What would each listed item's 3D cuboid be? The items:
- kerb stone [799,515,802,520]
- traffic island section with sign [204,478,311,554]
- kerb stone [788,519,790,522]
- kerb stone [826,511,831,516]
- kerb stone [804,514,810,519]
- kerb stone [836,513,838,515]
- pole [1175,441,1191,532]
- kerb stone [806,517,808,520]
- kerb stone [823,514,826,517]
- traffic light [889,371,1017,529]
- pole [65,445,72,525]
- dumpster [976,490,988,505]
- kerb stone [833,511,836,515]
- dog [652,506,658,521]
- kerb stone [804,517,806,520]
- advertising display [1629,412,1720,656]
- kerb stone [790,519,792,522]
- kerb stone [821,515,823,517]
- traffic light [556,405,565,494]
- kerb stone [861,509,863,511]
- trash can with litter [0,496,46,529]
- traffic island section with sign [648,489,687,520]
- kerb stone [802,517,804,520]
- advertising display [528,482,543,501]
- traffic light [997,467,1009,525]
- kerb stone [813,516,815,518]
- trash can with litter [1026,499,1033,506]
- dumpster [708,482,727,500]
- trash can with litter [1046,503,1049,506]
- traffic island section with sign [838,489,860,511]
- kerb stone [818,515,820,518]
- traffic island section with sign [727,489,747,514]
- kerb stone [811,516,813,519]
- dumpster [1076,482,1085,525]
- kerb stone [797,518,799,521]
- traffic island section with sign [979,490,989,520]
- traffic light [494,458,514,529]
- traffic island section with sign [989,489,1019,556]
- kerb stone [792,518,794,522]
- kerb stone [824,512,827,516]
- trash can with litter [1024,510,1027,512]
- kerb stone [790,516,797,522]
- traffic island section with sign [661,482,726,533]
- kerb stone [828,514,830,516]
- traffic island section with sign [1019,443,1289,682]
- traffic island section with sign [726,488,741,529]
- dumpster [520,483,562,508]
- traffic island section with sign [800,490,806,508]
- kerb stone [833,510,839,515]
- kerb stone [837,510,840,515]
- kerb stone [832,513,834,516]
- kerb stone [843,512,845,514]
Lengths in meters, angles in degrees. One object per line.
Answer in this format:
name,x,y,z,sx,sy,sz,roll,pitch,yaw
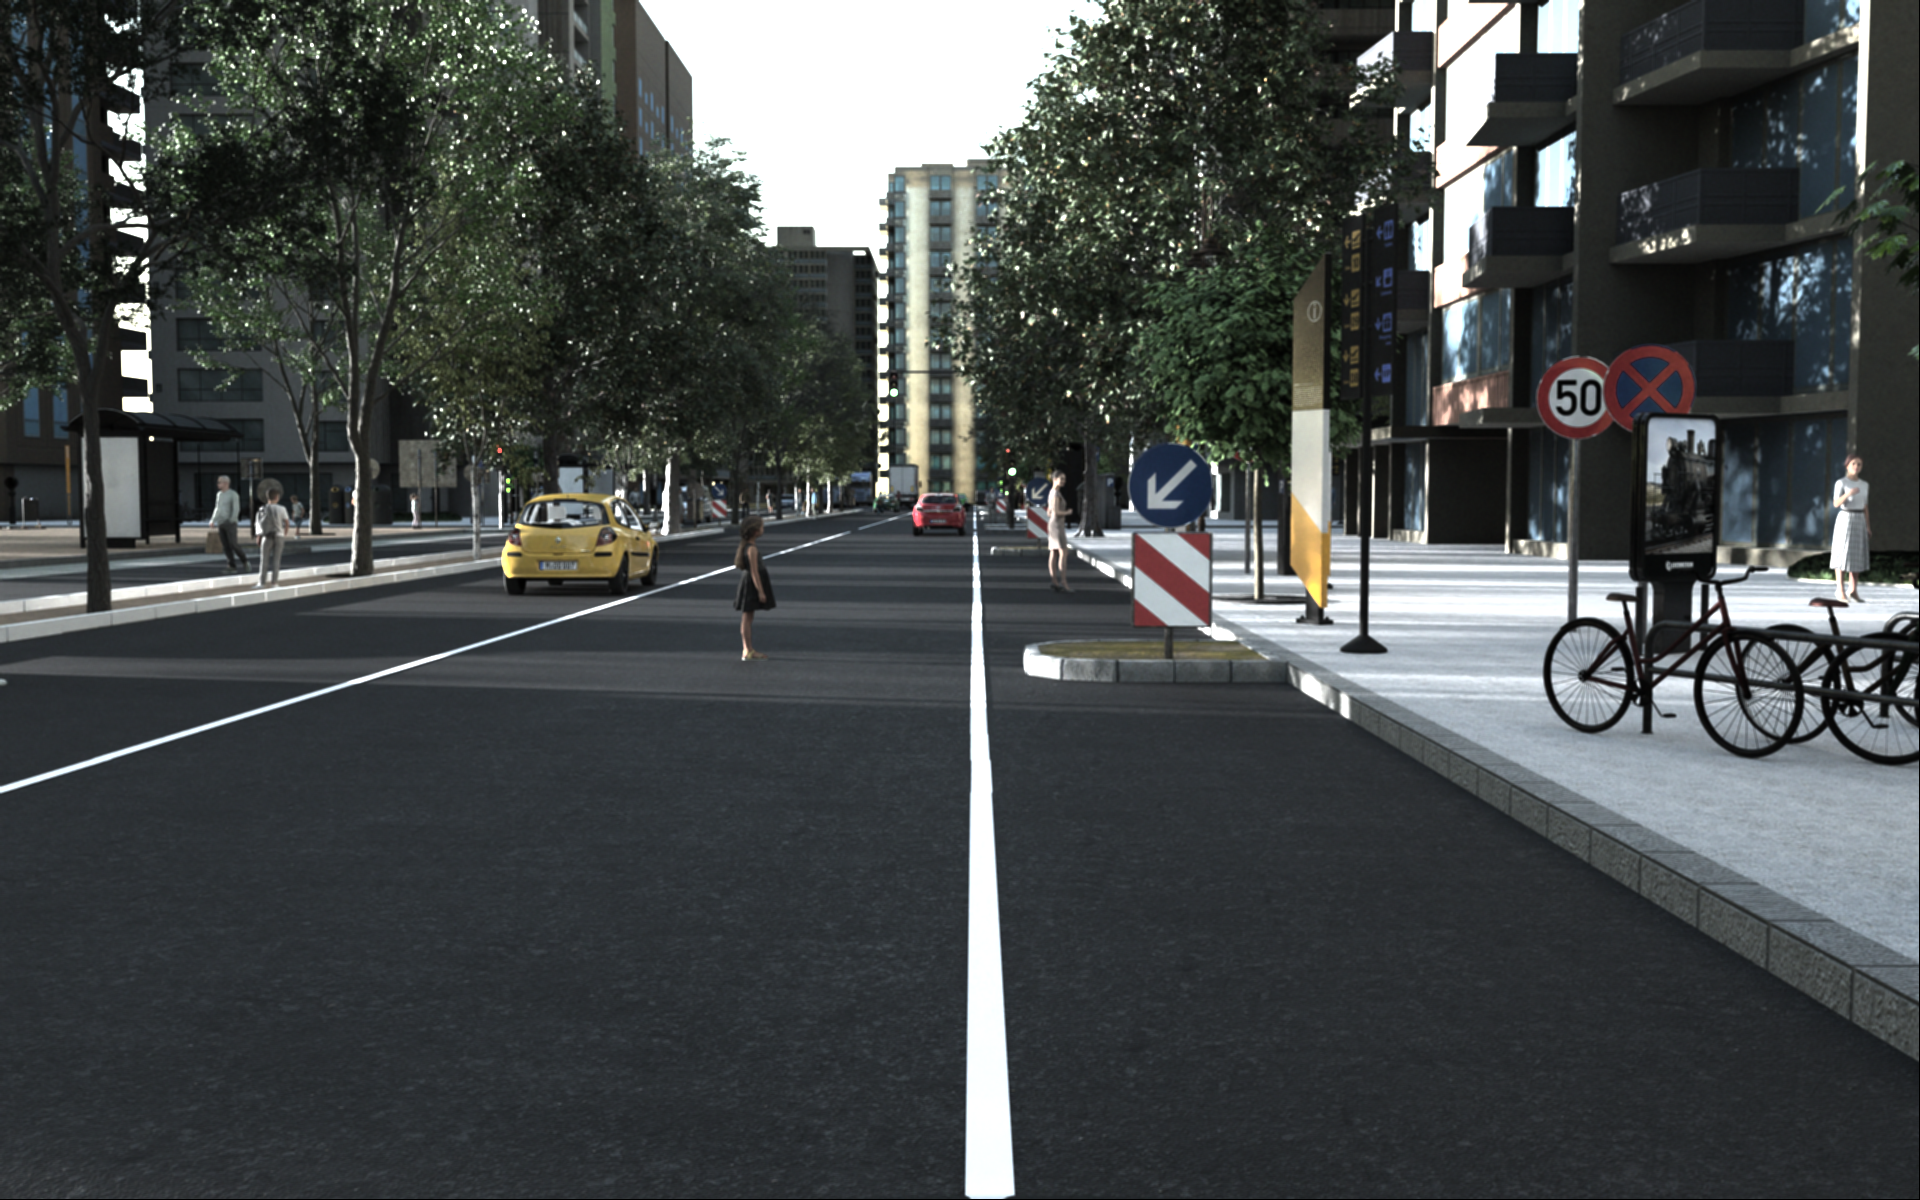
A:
kerb stone,-8.680,-4.311,92.693,0.120,0.150,1.000,0,4,0
traffic island section with sign,-16.874,-2.034,41.878,1.989,1.847,2.006,0,4,0
kerb stone,-8.731,-3.936,86.542,0.120,0.150,1.000,0,4,0
kerb stone,-8.522,-5.439,111.124,0.120,0.150,1.000,0,4,0
kerb stone,-8.639,-4.563,96.798,0.120,0.150,1.000,0,4,0
kerb stone,-8.481,-5.753,116.253,0.120,0.150,1.000,0,4,0
pole,2.993,-1.795,23.192,0.158,3.312,0.155,0,3,0
kerb stone,-8.650,-4.500,95.764,0.120,0.150,1.000,0,4,0
kerb stone,-8.559,-5.188,107.032,0.120,0.150,1.000,0,4,0
traffic light,-0.198,-5.455,63.865,4.771,5.953,1.251,0,4,0
pole,-37.396,-4.820,72.646,0.158,3.312,0.155,0,3,0
dumpster,2.840,-12.022,204.774,1.865,1.857,1.264,0,4,-1
kerb stone,-8.490,-5.690,115.223,0.120,0.150,1.000,0,4,0
dog,-15.987,-4.491,90.270,0.513,0.831,0.800,2,4,34
kerb stone,-8.663,-4.437,94.738,0.120,0.150,1.000,0,4,0
advertising display,5.740,-0.532,13.919,0.974,1.923,0.123,-2,4,-33
kerb stone,-8.717,-3.998,87.564,0.120,0.150,1.000,0,4,0
kerb stone,-8.573,-5.061,104.988,0.120,0.150,1.000,0,4,0
traffic light,-14.808,-5.961,72.131,4.771,5.953,1.251,0,4,0
kerb stone,-8.271,-7.320,141.882,0.120,0.150,1.000,0,4,0
trash can with litter,-34.531,-3.208,63.505,1.678,1.210,2.233,3,5,44
traffic island section with sign,-16.400,-5.425,97.333,1.989,1.847,2.006,0,4,0
kerb stone,-8.671,-4.374,93.715,0.120,0.150,1.000,0,4,0
advertising display,-18.843,-4.427,77.602,0.974,1.923,0.123,-3,4,-36
traffic light,1.960,-5.080,71.974,0.839,4.253,0.868,0,4,0
kerb stone,-8.613,-4.751,99.872,0.120,0.150,1.000,0,4,0
trash can with litter,5.310,-6.866,123.638,1.055,1.170,0.624,-2,4,-26
dumpster,-19.439,-8.270,137.713,1.502,2.255,1.985,0,4,1
trash can with litter,4.897,-4.540,85.279,2.233,1.210,1.678,0,4,-3
traffic island section with sign,-9.273,-8.492,146.982,2.006,1.907,1.989,0,4,0
kerb stone,-8.595,-4.939,102.942,0.120,0.150,1.000,0,4,0
traffic island section with sign,-16.181,-7.074,124.287,1.989,1.847,2.006,0,4,0
kerb stone,-8.621,-4.688,98.845,0.120,0.150,1.000,0,4,0
dumpster,5.479,-4.048,71.946,1.264,1.857,1.865,0,4,1
kerb stone,-8.689,-4.186,90.638,0.120,0.150,1.000,0,4,0
traffic island section with sign,2.203,-5.398,96.885,1.989,1.847,2.006,0,4,0
traffic light,-16.967,-4.600,64.128,0.839,4.253,0.868,0,4,0
traffic island section with sign,1.753,-1.986,41.097,1.989,1.847,2.006,0,4,0
kerb stone,-8.709,-4.061,88.590,0.120,0.150,1.000,0,4,0
kerb stone,-8.553,-5.251,108.054,0.120,0.150,1.000,0,4,0
trash can with litter,5.188,-7.116,127.398,1.678,1.210,2.233,1,4,14
kerb stone,-8.700,-4.123,89.612,0.120,0.150,1.000,0,4,0
traffic island section with sign,-9.955,-3.444,64.439,2.006,1.907,1.989,0,4,0
kerb stone,-8.539,-5.368,110.102,0.120,0.150,1.000,0,4,0
traffic island section with sign,1.527,-0.337,14.142,1.989,1.847,2.006,0,4,0
traffic island section with sign,-9.884,-3.897,71.846,2.006,1.907,1.989,0,4,0
dumpster,-19.248,-4.714,79.563,1.502,2.255,1.985,0,4,1
traffic island section with sign,-15.772,-10.115,174.001,1.989,1.847,2.006,0,4,0
kerb stone,-8.473,-5.815,117.276,0.120,0.150,1.000,0,4,0
kerb stone,-8.475,-5.878,118.302,0.120,0.150,1.000,0,4,0
kerb stone,-8.514,-5.562,113.173,0.120,0.150,1.000,0,4,0
kerb stone,-8.426,-6.127,122.408,0.120,0.150,1.000,0,4,0
